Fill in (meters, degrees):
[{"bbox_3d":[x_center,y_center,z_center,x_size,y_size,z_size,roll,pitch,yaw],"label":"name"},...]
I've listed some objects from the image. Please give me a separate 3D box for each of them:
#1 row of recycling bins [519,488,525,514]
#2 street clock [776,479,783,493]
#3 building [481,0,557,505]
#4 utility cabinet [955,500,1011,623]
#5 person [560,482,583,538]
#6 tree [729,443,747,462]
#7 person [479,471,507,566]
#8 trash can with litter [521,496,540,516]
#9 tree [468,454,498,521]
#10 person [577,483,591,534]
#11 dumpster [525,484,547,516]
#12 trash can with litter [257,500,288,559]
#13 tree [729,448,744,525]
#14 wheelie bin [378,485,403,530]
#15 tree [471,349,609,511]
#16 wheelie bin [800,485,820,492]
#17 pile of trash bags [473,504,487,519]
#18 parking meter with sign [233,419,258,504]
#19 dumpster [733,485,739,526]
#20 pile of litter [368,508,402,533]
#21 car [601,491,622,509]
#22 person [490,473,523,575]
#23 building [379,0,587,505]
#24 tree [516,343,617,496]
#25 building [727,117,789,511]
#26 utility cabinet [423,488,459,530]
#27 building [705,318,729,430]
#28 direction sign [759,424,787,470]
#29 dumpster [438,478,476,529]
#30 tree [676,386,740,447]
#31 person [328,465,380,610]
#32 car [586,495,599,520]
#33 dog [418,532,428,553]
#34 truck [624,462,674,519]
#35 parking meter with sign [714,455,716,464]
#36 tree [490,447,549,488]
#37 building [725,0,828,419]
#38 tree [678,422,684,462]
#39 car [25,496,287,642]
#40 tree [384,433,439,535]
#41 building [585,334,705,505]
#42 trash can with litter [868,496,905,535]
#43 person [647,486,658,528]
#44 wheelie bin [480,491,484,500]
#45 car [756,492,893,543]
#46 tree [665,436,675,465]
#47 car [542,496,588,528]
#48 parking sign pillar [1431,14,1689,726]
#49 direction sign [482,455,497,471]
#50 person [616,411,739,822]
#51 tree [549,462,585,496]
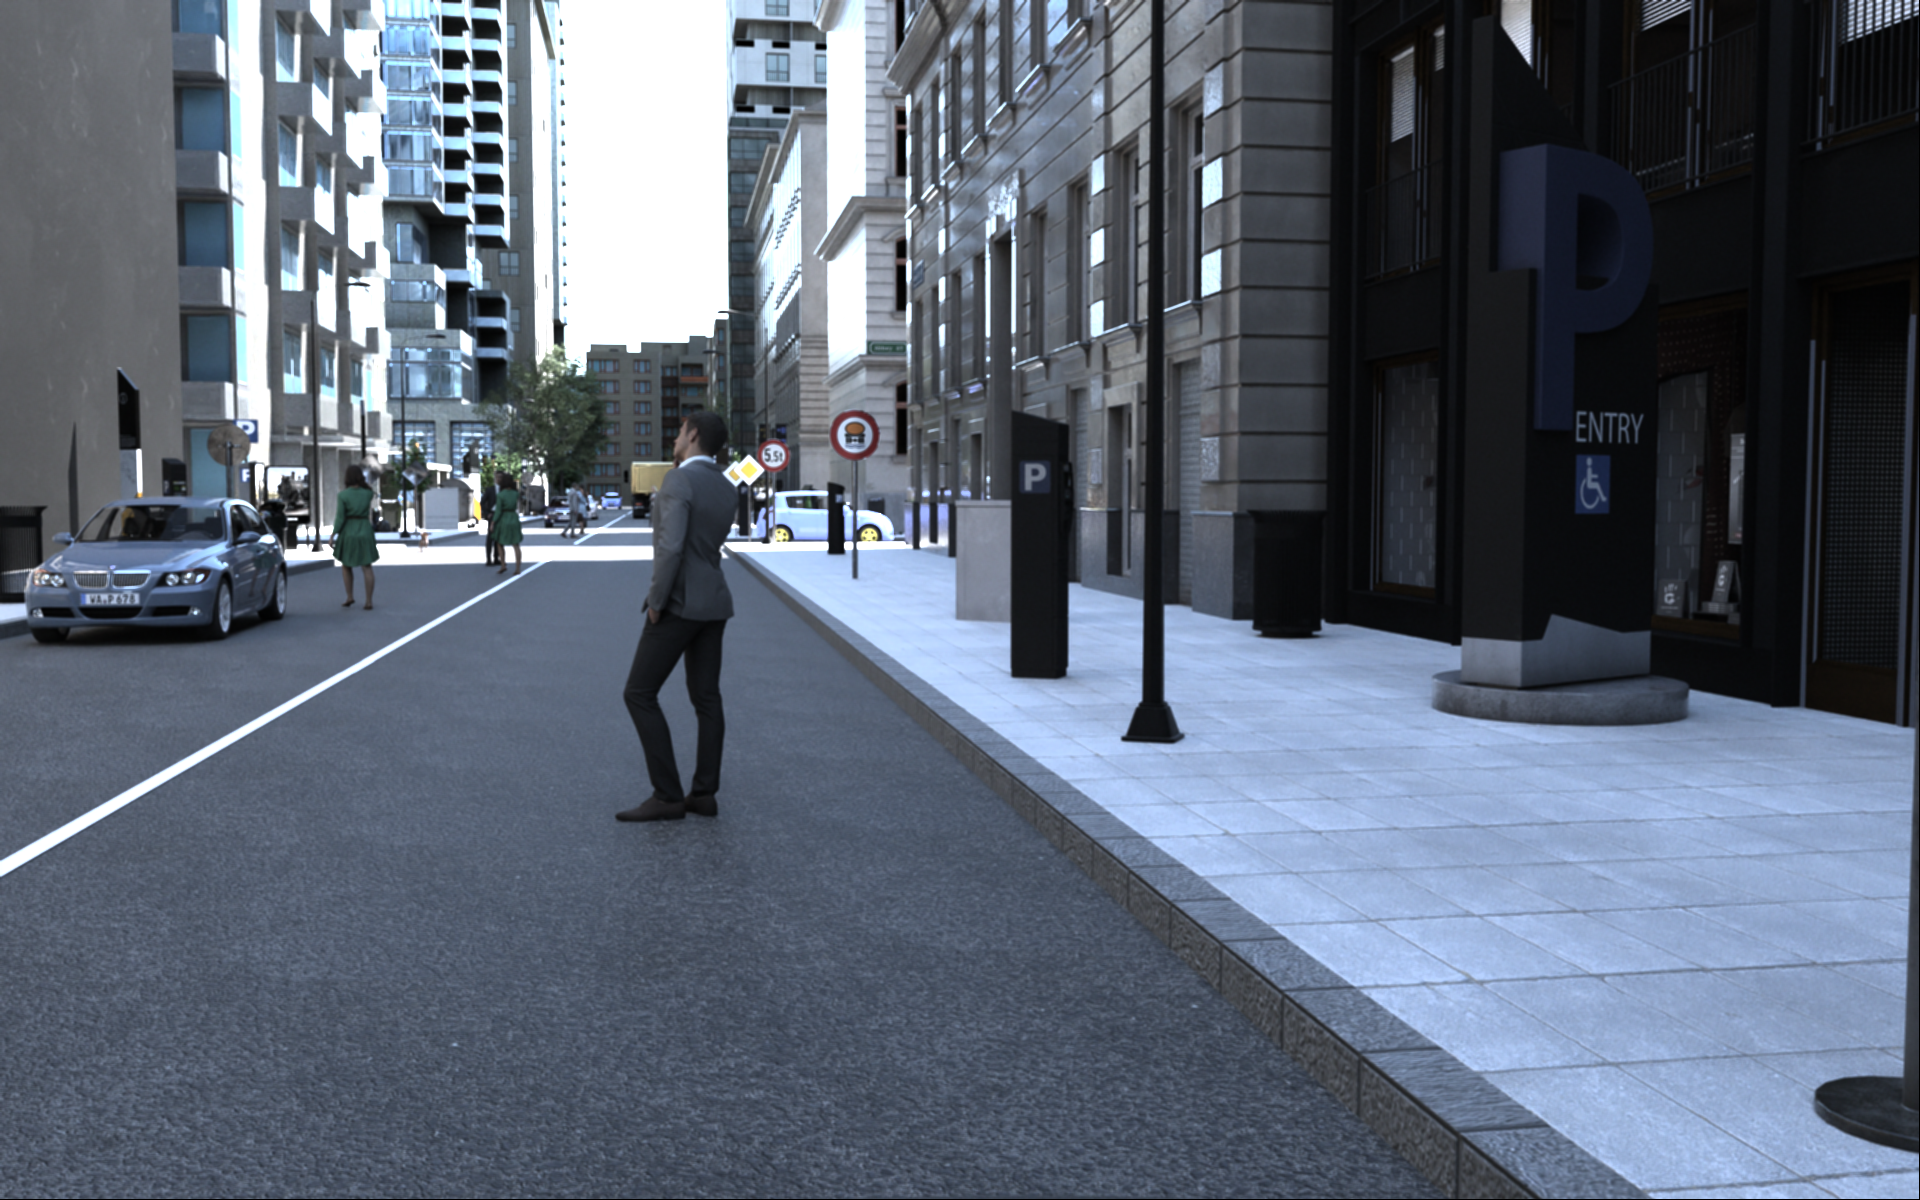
[{"bbox_3d":[-28.924,-6.350,110.938,1.069,1.692,3.534,1,4,22],"label":"row of recycling bins"},{"bbox_3d":[-8.927,-4.947,85.450,0.358,2.002,0.471,1,4,18],"label":"street clock"},{"bbox_3d":[-56.106,-36.025,178.244,27.495,52.752,28.713,-1,4,-10],"label":"building"},{"bbox_3d":[0.453,-0.385,17.458,1.020,1.237,0.306,2,4,35],"label":"utility cabinet"},{"bbox_3d":[-12.603,-2.929,56.503,0.853,1.813,0.709,-3,4,-38],"label":"person"},{"bbox_3d":[-13.103,-6.836,95.480,4.285,4.588,4.351,0,3,0],"label":"tree"},{"bbox_3d":[-9.271,-1.646,34.773,0.474,1.900,0.648,3,5,40],"label":"person"},{"bbox_3d":[-24.767,-5.412,99.871,1.055,1.170,0.624,0,4,4],"label":"trash can with litter"},{"bbox_3d":[-22.473,-5.378,82.539,1.663,3.219,1.824,0,3,0],"label":"tree"},{"bbox_3d":[-13.518,-3.272,62.092,0.616,1.811,0.778,-2,4,-26],"label":"person"},{"bbox_3d":[-25.330,-5.964,103.272,1.264,1.857,1.865,-1,4,-10],"label":"dumpster"},{"bbox_3d":[-13.618,-1.382,33.978,0.624,1.170,1.055,-3,5,-42],"label":"trash can with litter"},{"bbox_3d":[-9.463,-4.785,72.837,1.663,3.219,1.824,0,3,0],"label":"tree"},{"bbox_3d":[-20.540,-3.341,62.534,0.980,1.594,0.693,0,4,-1],"label":"wheelie bin"},{"bbox_3d":[-26.843,-10.823,111.361,8.767,10.594,7.601,-2,4,-25],"label":"tree"},{"bbox_3d":[-5.051,-3.039,57.603,0.693,1.594,0.980,-2,4,-28],"label":"wheelie bin"},{"bbox_3d":[-25.495,-4.731,87.101,1.912,1.369,3.447,3,5,44],"label":"pile of trash bags"},{"bbox_3d":[-16.376,-2.661,39.767,0.543,3.016,1.738,-1,4,-22],"label":"parking meter with sign"},{"bbox_3d":[-9.197,-3.834,68.440,1.264,1.857,1.865,-1,4,-10],"label":"dumpster"},{"bbox_3d":[-19.532,-2.681,57.796,1.719,0.858,1.176,1,4,14],"label":"pile of litter"},{"bbox_3d":[-33.038,-9.470,164.428,1.945,1.707,3.694,-1,4,-9],"label":"car"},{"bbox_3d":[-8.001,-1.341,30.668,0.529,1.795,0.600,3,4,36],"label":"person"},{"bbox_3d":[-62.442,-55.261,216.186,31.000,86.520,22.319,-1,4,-10],"label":"building"},{"bbox_3d":[-29.616,-12.978,130.316,7.486,12.596,7.792,0,3,0],"label":"tree"},{"bbox_3d":[-11.337,-22.341,136.971,14.160,30.474,14.107,-1,4,-10],"label":"building"},{"bbox_3d":[-18.166,-3.175,60.591,1.173,1.500,0.318,-2,4,-33],"label":"utility cabinet"},{"bbox_3d":[-12.835,-20.894,186.648,27.650,21.520,28.899,-1,4,-10],"label":"building"},{"bbox_3d":[-6.037,-3.912,55.952,0.876,3.537,0.379,0,4,-6],"label":"direction sign"},{"bbox_3d":[-18.446,-3.527,63.432,1.264,1.857,1.865,-1,4,-10],"label":"dumpster"},{"bbox_3d":[-16.792,-10.204,117.190,4.737,8.622,4.395,0,3,0],"label":"tree"},{"bbox_3d":[-7.511,-0.782,21.538,0.529,1.795,0.600,3,5,42],"label":"person"},{"bbox_3d":[-21.425,-5.225,97.791,2.083,1.381,4.827,-1,4,-10],"label":"car"},{"bbox_3d":[-13.193,-1.427,42.626,0.540,0.507,0.406,2,4,27],"label":"dog"},{"bbox_3d":[-18.493,-6.641,104.502,3.469,3.379,9.791,-1,4,-11],"label":"truck"},{"bbox_3d":[-10.747,-4.874,75.953,0.543,3.016,1.738,0,4,-7],"label":"parking meter with sign"},{"bbox_3d":[-31.038,-8.291,119.266,4.285,4.588,4.351,0,3,0],"label":"tree"},{"bbox_3d":[-7.315,-34.789,158.044,28.713,52.752,27.495,-1,4,-10],"label":"building"},{"bbox_3d":[-25.820,-13.264,167.226,4.360,8.622,3.978,0,3,0],"label":"tree"},{"bbox_3d":[-8.369,-0.390,18.384,2.014,1.417,4.499,-1,4,-10],"label":"car"},{"bbox_3d":[-17.149,-3.678,54.730,1.663,3.219,1.824,0,3,0],"label":"tree"},{"bbox_3d":[-33.224,-23.238,224.976,28.899,21.520,27.650,-1,4,-10],"label":"building"},{"bbox_3d":[-2.230,-2.638,54.193,2.233,1.210,1.678,0,4,-1],"label":"trash can with litter"},{"bbox_3d":[-13.071,-3.999,74.065,0.537,1.800,0.526,2,4,30],"label":"person"},{"bbox_3d":[-26.258,-5.290,94.407,0.980,1.594,0.693,3,5,45],"label":"wheelie bin"},{"bbox_3d":[-3.657,-2.284,46.932,3.694,1.707,1.945,-1,4,-11],"label":"car"},{"bbox_3d":[-31.104,-14.972,195.158,4.737,8.622,4.395,0,3,0],"label":"tree"},{"bbox_3d":[-16.941,-3.786,74.488,1.945,1.354,3.894,-1,4,-11],"label":"car"},{"bbox_3d":[3.549,-1.327,10.174,1.447,3.967,1.447,-3,4,-37],"label":"parking sign pillar"},{"bbox_3d":[-27.478,-6.677,101.164,0.876,3.537,0.379,0,4,7],"label":"direction sign"},{"bbox_3d":[-1.246,0.059,7.709,0.473,1.802,0.592,3,4,39],"label":"person"},{"bbox_3d":[-33.060,-9.842,144.628,4.285,4.588,4.351,0,3,0],"label":"tree"}]
